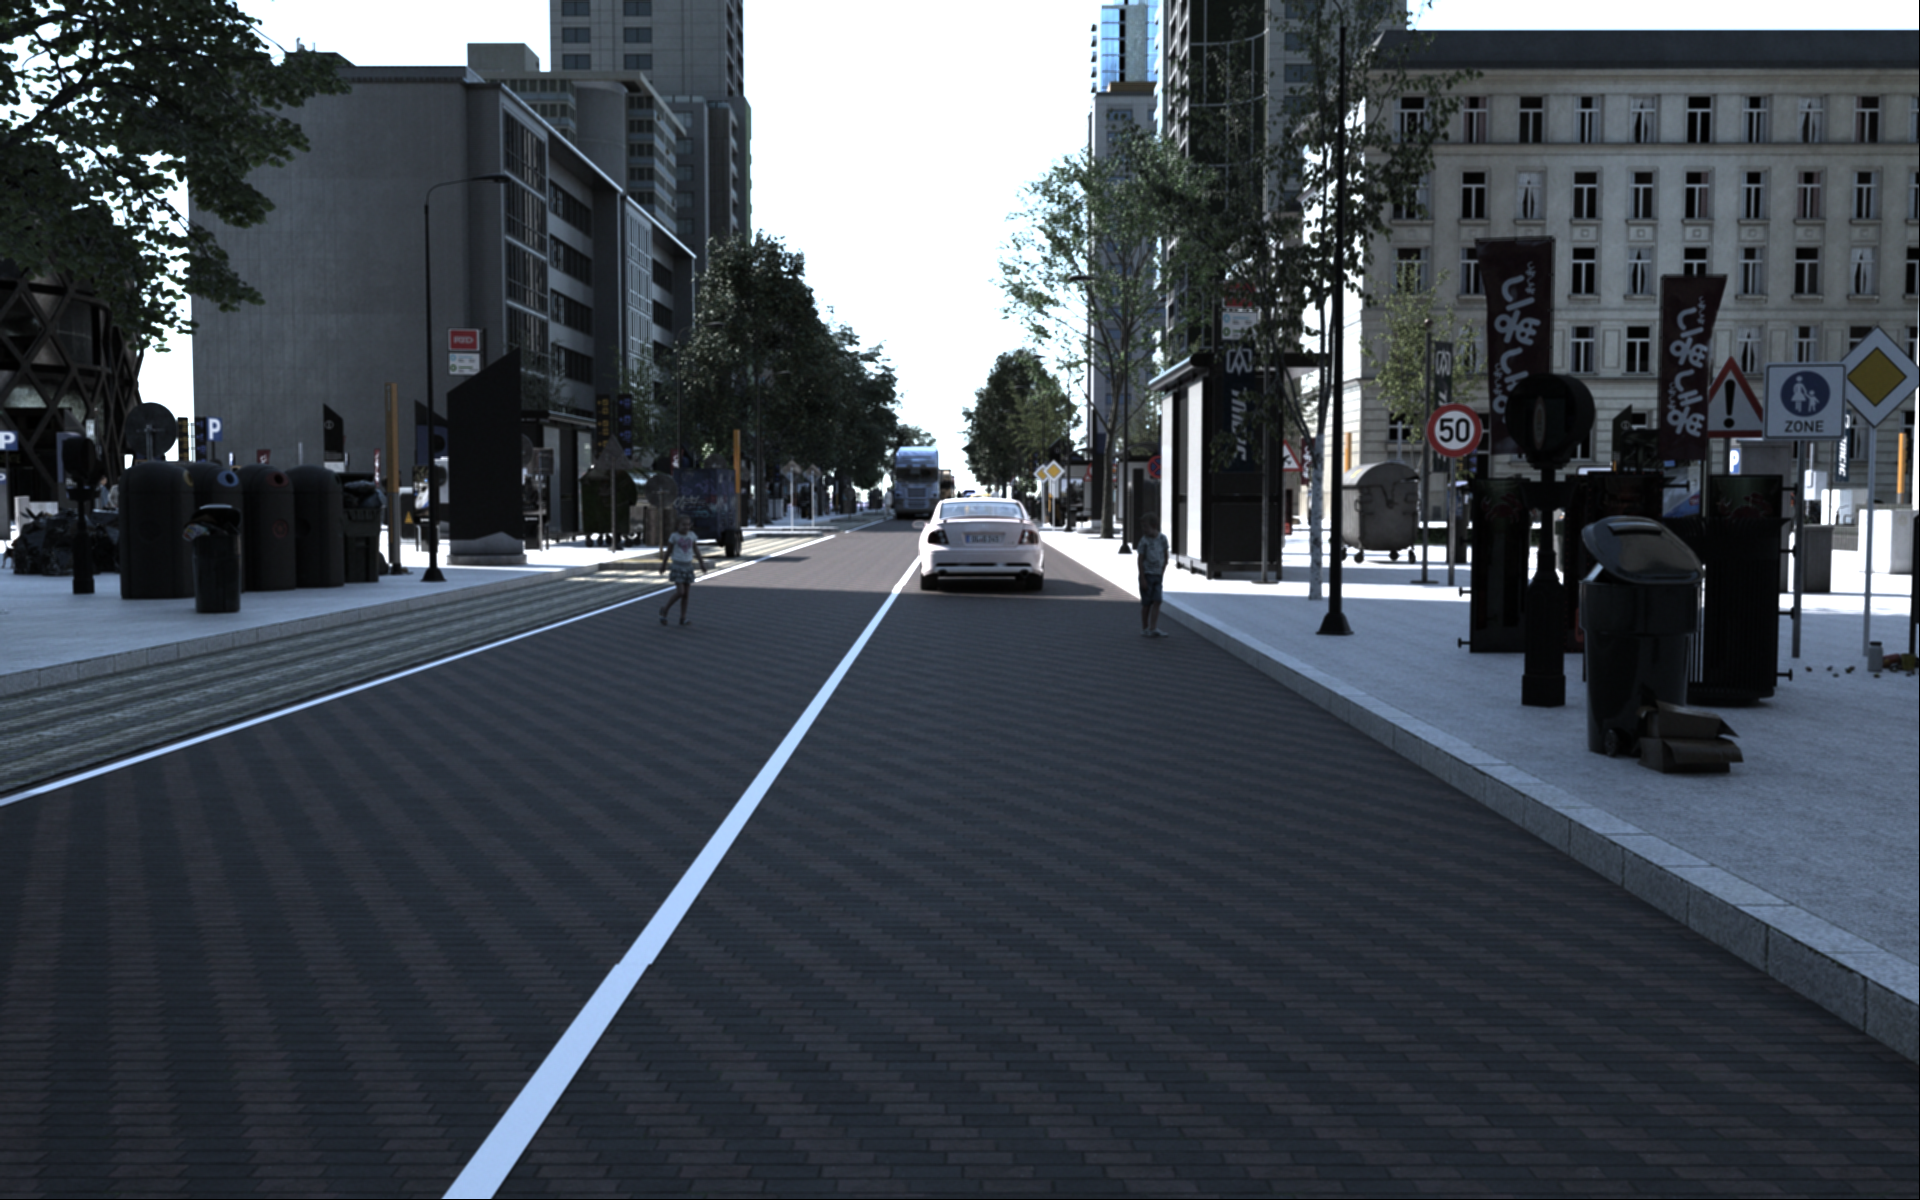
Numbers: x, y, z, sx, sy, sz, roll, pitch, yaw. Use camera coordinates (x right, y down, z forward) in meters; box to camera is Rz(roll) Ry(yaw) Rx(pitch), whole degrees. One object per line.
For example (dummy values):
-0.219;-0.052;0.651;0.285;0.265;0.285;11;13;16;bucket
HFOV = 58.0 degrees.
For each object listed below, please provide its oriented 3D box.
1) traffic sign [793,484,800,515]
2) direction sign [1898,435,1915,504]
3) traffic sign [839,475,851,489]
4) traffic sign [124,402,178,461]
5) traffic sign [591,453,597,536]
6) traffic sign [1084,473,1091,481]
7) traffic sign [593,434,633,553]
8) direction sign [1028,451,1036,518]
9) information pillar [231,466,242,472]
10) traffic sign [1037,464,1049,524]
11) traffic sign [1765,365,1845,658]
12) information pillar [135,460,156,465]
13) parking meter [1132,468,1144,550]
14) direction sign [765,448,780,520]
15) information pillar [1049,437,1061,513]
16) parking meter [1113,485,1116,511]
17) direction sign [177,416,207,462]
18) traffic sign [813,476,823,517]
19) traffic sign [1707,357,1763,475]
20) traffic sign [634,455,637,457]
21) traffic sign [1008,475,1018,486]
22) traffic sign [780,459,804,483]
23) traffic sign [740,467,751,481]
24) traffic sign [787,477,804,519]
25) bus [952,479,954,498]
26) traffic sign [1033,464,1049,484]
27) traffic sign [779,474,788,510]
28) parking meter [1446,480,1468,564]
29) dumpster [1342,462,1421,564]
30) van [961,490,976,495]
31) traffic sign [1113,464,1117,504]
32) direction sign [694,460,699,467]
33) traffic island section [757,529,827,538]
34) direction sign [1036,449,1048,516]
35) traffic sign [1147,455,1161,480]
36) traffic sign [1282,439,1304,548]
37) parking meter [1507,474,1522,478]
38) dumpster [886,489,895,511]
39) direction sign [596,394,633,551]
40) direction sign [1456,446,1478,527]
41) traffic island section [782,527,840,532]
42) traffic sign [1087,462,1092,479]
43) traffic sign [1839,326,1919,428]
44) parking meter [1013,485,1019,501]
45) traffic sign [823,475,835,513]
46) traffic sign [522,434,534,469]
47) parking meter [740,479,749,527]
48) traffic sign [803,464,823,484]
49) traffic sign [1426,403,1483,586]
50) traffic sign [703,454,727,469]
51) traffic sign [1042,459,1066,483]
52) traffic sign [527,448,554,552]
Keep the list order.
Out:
-9.800;-6.477;105.895;0.884;2.594;0.081;0;4;4;traffic sign
36.546;-4.562;66.589;0.876;3.537;0.379;2;4;24;direction sign
-7.641;-7.034;115.107;0.768;2.556;0.104;0;4;5;traffic sign
-11.144;-1.454;23.872;0.768;2.556;0.104;0;4;5;traffic sign
-11.299;-3.248;53.111;0.884;2.594;0.081;0;4;5;traffic sign
5.417;-4.306;70.403;0.884;2.594;0.081;1;4;9;traffic sign
-7.519;-2.296;37.536;0.884;2.594;0.081;0;4;2;traffic sign
3.839;-6.079;91.395;0.379;3.537;0.876;2;4;34;direction sign
-19.055;-2.531;45.882;0.304;2.012;0.304;2;4;29;information pillar
3.597;-4.478;73.316;0.768;2.556;0.104;0;4;8;traffic sign
6.558;-0.697;13.521;0.606;2.300;0.079;0;4;8;traffic sign
-17.616;-2.020;37.520;0.304;2.012;0.304;0;4;5;information pillar
4.080;-2.082;39.753;0.255;1.863;0.399;0;4;4;parking meter
-9.089;-5.667;84.647;0.379;3.537;0.876;-3;5;-45;direction sign
3.915;-4.881;71.166;0.504;3.616;0.183;-1;4;-16;information pillar
9.786;-6.354;109.592;0.255;1.863;0.399;2;4;24;parking meter
-22.516;-3.599;50.841;0.379;3.537;0.876;3;4;37;direction sign
-7.831;-5.704;95.390;0.606;2.300;0.079;0;4;7;traffic sign
7.298;-1.009;16.502;0.884;2.594;0.081;0;4;6;traffic sign
-10.677;-3.485;56.986;0.884;2.594;0.081;0;4;3;traffic sign
3.708;-7.295;119.276;0.884;2.594;0.081;0;4;7;traffic sign
-5.641;-3.411;57.968;0.795;2.593;0.064;0;4;0;traffic sign
-10.058;-4.889;80.042;0.768;2.556;0.104;0;4;5;traffic sign
-8.559;-5.495;89.842;0.884;2.594;0.081;0;4;2;traffic sign
-2.207;-15.252;240.920;2.896;3.916;12.252;0;4;0;bus
3.176;-3.897;65.908;0.795;2.593;0.064;0;4;0;traffic sign
-11.294;-6.768;110.769;0.768;2.556;0.104;0;4;5;traffic sign
9.186;-1.443;32.005;0.372;1.533;0.369;0;3;0;parking meter
7.876;-1.642;32.605;1.264;1.857;1.865;0;3;0;dumpster
1.288;-14.336;238.771;2.240;2.365;5.245;0;4;-1;van
6.386;-4.426;72.473;0.768;2.556;0.104;0;4;5;traffic sign
-17.721;-7.541;115.289;0.876;3.537;0.379;-1;4;-8;direction sign
-5.664;-2.187;58.035;2.009;0.180;2.903;0;4;0;traffic island section
4.405;-5.848;87.606;0.876;3.537;0.379;0;4;5;direction sign
6.500;-3.454;56.587;0.768;2.556;0.104;0;4;7;traffic sign
7.638;-2.495;40.798;0.884;2.594;0.081;0;4;5;traffic sign
16.107;-2.733;50.390;0.255;1.863;0.399;-2;4;-30;parking meter
-5.148;-8.218;142.574;1.865;1.857;1.264;0;4;1;dumpster
-7.819;-2.888;39.220;0.876;3.537;0.379;1;4;14;direction sign
19.786;-4.632;67.734;0.876;3.537;0.379;3;4;39;direction sign
-5.642;-2.675;66.020;2.009;0.180;2.903;0;4;0;traffic island section
5.212;-4.030;65.998;0.768;2.556;0.104;0;4;6;traffic sign
7.191;-0.849;13.610;0.795;2.593;0.064;0;4;3;traffic sign
3.520;-6.293;108.603;0.399;1.863;0.255;0;3;0;parking meter
-8.658;-7.001;114.567;0.768;2.556;0.104;0;4;6;traffic sign
-9.265;-2.202;36.114;0.768;2.556;0.104;0;4;7;traffic sign
-8.386;-3.748;66.987;0.399;1.863;0.255;-1;4;-21;parking meter
-5.618;-3.900;65.953;0.795;2.593;0.064;0;4;0;traffic sign
6.889;-1.474;24.213;0.768;2.556;0.104;0;4;6;traffic sign
-7.692;-3.321;54.403;0.768;2.556;0.104;0;4;8;traffic sign
3.154;-3.409;57.923;0.795;2.593;0.064;0;4;0;traffic sign
-9.288;-2.216;38.359;0.606;2.300;0.079;0;4;2;traffic sign
